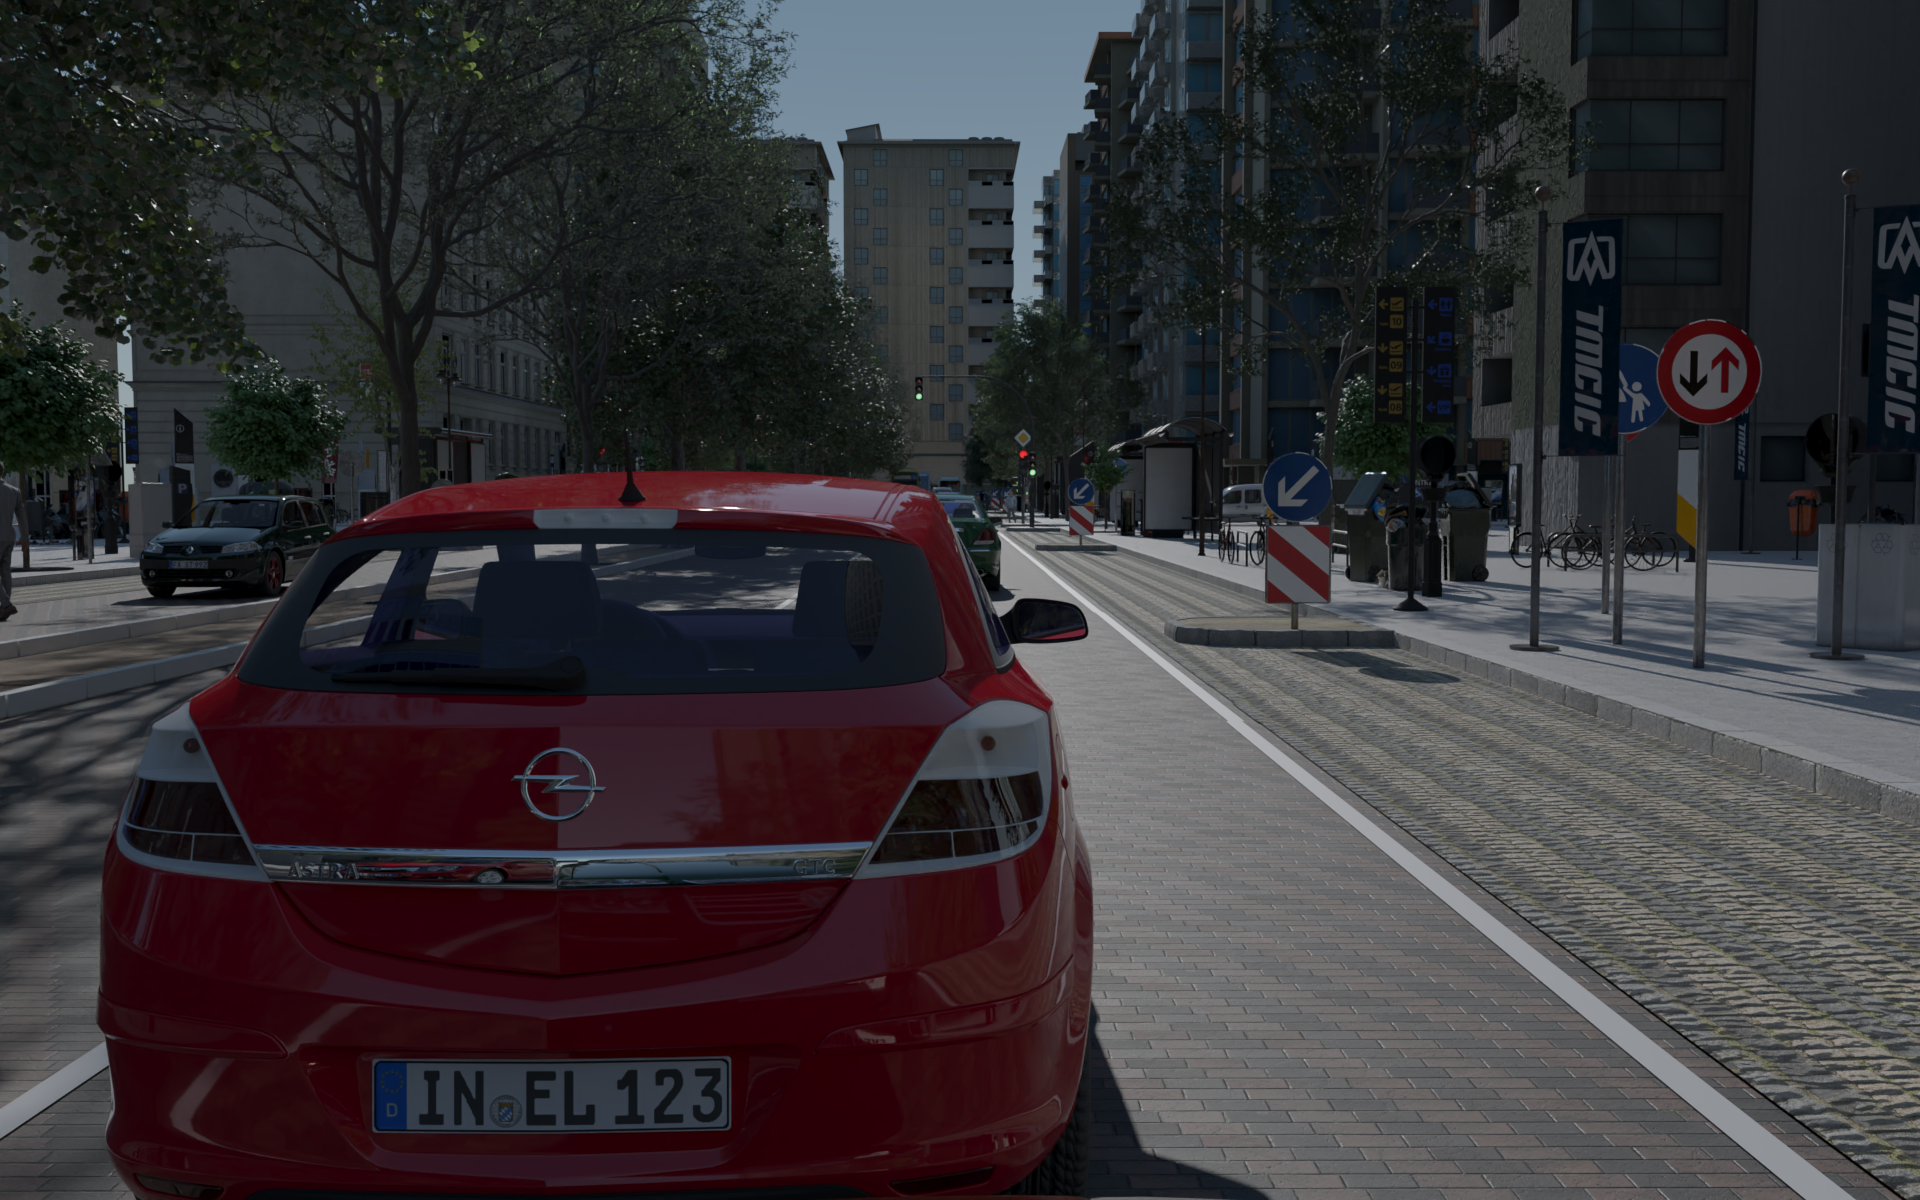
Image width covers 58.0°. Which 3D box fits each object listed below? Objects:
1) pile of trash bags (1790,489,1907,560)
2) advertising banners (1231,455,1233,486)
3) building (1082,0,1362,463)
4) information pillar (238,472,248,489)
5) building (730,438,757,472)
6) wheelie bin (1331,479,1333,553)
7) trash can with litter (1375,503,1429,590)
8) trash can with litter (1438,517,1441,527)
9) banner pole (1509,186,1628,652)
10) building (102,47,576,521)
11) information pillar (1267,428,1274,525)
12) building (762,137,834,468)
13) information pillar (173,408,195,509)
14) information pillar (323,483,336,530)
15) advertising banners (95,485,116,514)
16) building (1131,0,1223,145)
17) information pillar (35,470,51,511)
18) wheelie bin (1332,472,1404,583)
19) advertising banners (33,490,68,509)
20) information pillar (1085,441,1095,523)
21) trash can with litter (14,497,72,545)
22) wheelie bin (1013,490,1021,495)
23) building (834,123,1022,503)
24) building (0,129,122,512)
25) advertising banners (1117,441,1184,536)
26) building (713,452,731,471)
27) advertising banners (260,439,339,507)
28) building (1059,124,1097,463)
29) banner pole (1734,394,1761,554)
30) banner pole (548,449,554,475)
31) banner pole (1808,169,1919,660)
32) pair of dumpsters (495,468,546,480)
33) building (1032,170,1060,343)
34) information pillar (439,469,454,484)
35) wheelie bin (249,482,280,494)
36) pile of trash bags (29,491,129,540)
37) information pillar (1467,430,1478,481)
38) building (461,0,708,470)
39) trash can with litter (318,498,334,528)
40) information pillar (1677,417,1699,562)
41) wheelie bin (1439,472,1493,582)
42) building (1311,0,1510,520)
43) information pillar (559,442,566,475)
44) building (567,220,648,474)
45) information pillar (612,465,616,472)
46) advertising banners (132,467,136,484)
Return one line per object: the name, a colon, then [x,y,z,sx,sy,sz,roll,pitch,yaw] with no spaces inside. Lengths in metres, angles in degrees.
pile of trash bags: [17.448,-1.414,32.879,1.912,1.369,3.447,-3,5,-41]
advertising banners: [12.231,-4.977,77.562,0.090,3.025,2.074,1,4,13]
building: [23.135,-31.174,164.318,22.147,44.769,28.867,0,4,0]
information pillar: [-31.244,-5.156,75.653,0.504,3.616,0.183,-2,4,-25]
building: [-39.148,-21.996,204.672,28.899,21.520,27.650,0,4,0]
wheelie bin: [8.263,-1.802,37.366,0.980,1.594,0.693,0,4,-6]
trash can with litter: [5.863,-0.727,23.272,0.624,1.170,1.055,0,4,-8]
trash can with litter: [17.032,-3.236,63.963,2.233,1.210,1.678,-2,4,-25]
banner pole: [4.934,-1.471,14.060,0.863,3.779,0.401,2,4,31]
building: [-32.456,-16.120,96.849,16.112,22.955,30.059,0,4,0]
information pillar: [11.015,-4.288,61.469,0.183,3.616,0.504,2,4,27]
building: [-30.797,-40.699,254.666,27.495,52.752,28.713,0,4,0]
information pillar: [-21.117,-3.412,47.141,0.504,3.616,0.183,-3,4,-38]
information pillar: [-20.694,-3.201,56.828,0.304,2.012,0.304,0,4,3]
advertising banners: [-27.766,-3.647,55.809,0.090,3.025,2.074,0,4,8]
building: [25.131,-31.460,133.978,23.786,49.044,30.456,0,4,0]
information pillar: [-26.931,-2.837,50.882,0.304,2.012,0.304,0,4,-1]
wheelie bin: [6.072,-1.071,25.426,0.693,1.594,0.980,-1,4,-19]
advertising banners: [-32.860,-4.123,63.604,2.074,3.025,0.090,-2,4,-32]
information pillar: [5.762,-5.245,77.105,0.504,3.616,0.183,2,4,27]
trash can with litter: [-23.096,-1.999,43.740,2.233,1.210,1.678,1,4,8]
wheelie bin: [4.734,-8.523,147.265,0.980,1.594,0.693,1,4,15]
building: [-3.301,-40.693,254.561,27.495,52.752,28.713,0,4,0]
building: [-52.923,-14.161,86.286,16.860,20.320,10.420,0,4,0]
advertising banners: [5.847,-3.472,52.959,2.074,3.025,0.090,0,4,-8]
building: [-31.477,-30.233,177.904,14.154,41.232,14.086,0,4,0]
advertising banners: [-16.644,-2.911,43.776,2.074,3.025,0.090,0,4,1]
building: [19.405,-34.265,210.347,14.600,45.320,14.200,0,4,0]
banner pole: [16.893,-2.887,37.216,0.401,3.779,0.863,-1,4,-13]
banner pole: [-22.582,-6.462,95.666,0.401,3.779,0.863,1,4,14]
banner pole: [7.051,-1.425,13.312,0.863,3.779,0.401,2,4,32]
pair of dumpsters: [-16.126,-3.744,63.708,1.574,2.255,4.437,0,4,0]
building: [25.733,-38.696,252.285,30.456,49.044,23.786,0,4,0]
information pillar: [-15.168,-2.855,51.170,0.304,2.012,0.304,2,4,24]
wheelie bin: [-18.144,-2.287,45.292,0.980,1.594,0.693,-1,4,-22]
pile of trash bags: [-24.969,-2.459,49.962,1.912,1.369,3.447,1,4,12]
information pillar: [18.655,-4.390,63.133,0.183,3.616,0.504,-2,4,-24]
building: [-35.191,-32.792,159.851,21.300,48.544,21.600,0,4,0]
trash can with litter: [-20.190,-2.663,54.926,0.624,1.170,1.055,-2,4,-26]
information pillar: [13.753,-2.518,32.519,0.504,3.616,0.183,3,5,44]
wheelie bin: [7.434,-1.078,25.534,0.693,1.594,0.980,0,4,1]
building: [27.243,-26.861,93.796,28.867,44.769,22.147,0,4,0]
information pillar: [-17.966,-5.322,78.371,0.183,3.616,0.504,1,4,10]
building: [-31.378,-19.034,130.295,14.460,24.649,34.723,0,4,0]
information pillar: [-18.852,-6.289,94.179,0.183,3.616,0.504,1,4,23]
advertising banners: [-53.209,-7.130,112.759,0.090,3.025,2.074,1,4,10]
